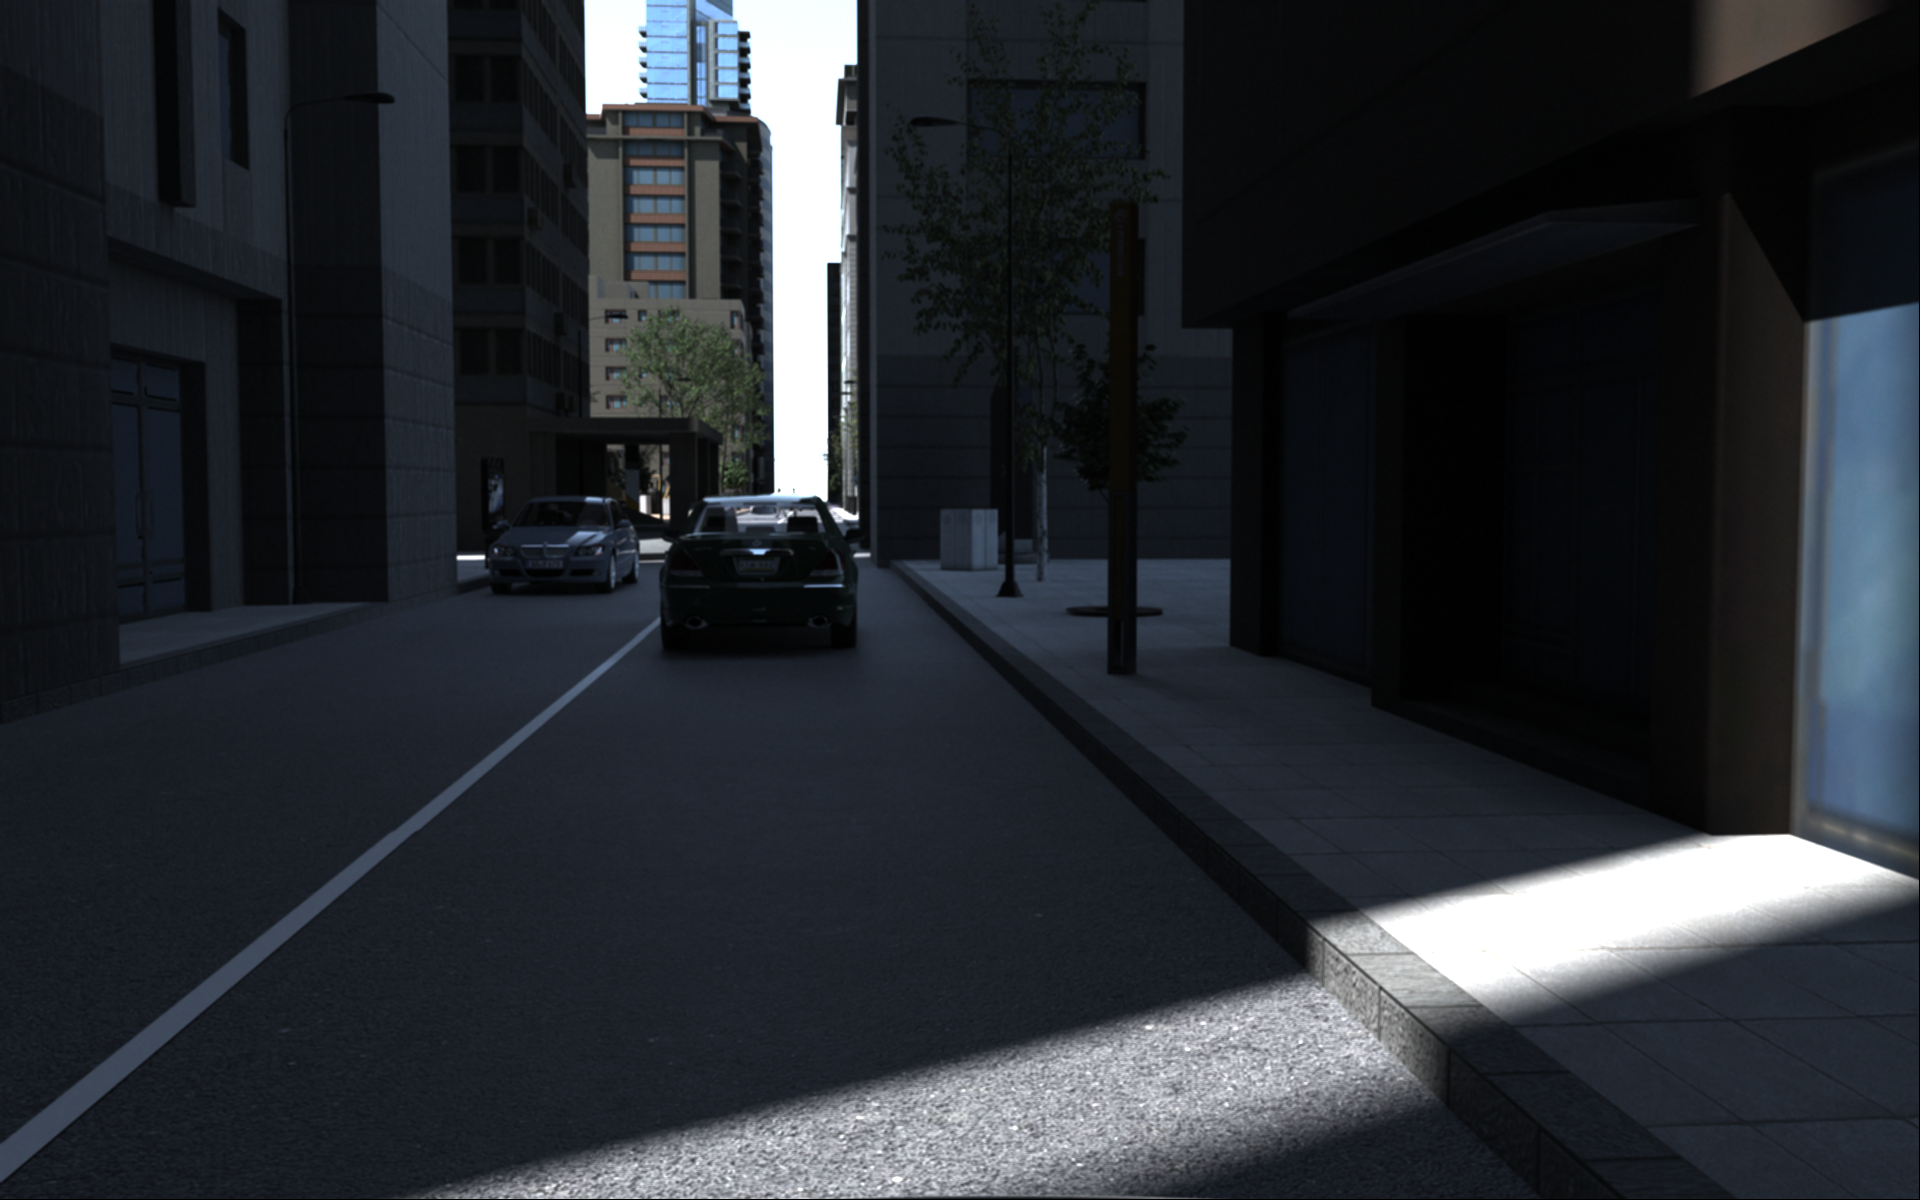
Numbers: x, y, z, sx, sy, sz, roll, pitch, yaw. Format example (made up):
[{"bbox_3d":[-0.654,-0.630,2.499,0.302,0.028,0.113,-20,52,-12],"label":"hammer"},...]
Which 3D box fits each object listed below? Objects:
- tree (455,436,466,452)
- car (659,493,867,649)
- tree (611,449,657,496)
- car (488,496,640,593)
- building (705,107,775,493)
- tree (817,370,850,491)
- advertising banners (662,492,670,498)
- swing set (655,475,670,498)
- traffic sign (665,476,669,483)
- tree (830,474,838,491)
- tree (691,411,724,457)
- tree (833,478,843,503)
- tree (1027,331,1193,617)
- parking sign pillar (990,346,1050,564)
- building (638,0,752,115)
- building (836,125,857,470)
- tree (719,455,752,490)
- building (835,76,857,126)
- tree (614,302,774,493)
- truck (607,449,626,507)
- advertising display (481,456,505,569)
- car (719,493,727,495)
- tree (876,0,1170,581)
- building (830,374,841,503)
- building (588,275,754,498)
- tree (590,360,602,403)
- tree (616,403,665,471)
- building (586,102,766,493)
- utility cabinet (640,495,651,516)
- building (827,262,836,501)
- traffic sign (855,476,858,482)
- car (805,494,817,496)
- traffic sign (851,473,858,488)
[{"bbox_3d":[-8.820,-2.009,27.450,1.663,3.219,1.824,0,3,0],"label":"tree"},{"bbox_3d":[-1.984,-0.349,17.509,2.131,1.459,4.920,0,4,-5],"label":"car"},{"bbox_3d":[-12.256,-4.361,65.907,1.663,3.219,1.824,0,3,0],"label":"tree"},{"bbox_3d":[-5.978,-0.889,26.541,2.014,1.417,4.499,0,4,-3],"label":"car"},{"bbox_3d":[-39.207,-44.135,263.599,21.231,58.520,28.212,0,4,-5],"label":"building"},{"bbox_3d":[-4.848,-8.910,96.047,4.737,8.622,4.395,0,3,0],"label":"tree"},{"bbox_3d":[-23.091,-8.707,138.540,2.074,3.025,0.090,0,4,1],"label":"advertising banners"},{"bbox_3d":[-20.355,-7.832,125.675,2.862,2.851,3.119,-1,4,-16],"label":"swing set"},{"bbox_3d":[-11.601,-4.090,70.507,0.795,2.450,0.064,0,4,-5],"label":"traffic sign"},{"bbox_3d":[-16.872,-15.893,243.556,4.285,4.588,4.351,0,3,0],"label":"tree"},{"bbox_3d":[-22.407,-12.275,151.060,4.737,8.622,4.395,0,3,0],"label":"tree"},{"bbox_3d":[-17.157,-15.518,248.313,1.663,3.219,1.824,0,3,0],"label":"tree"},{"bbox_3d":[1.690,-1.451,18.324,1.663,3.219,1.824,0,3,0],"label":"tree"},{"bbox_3d":[0.952,-2.677,32.241,1.447,3.967,1.447,-1,4,-16],"label":"parking sign pillar"},{"bbox_3d":[-42.730,-59.962,293.054,22.319,86.520,31.000,0,4,-5],"label":"building"},{"bbox_3d":[-6.467,-31.322,195.709,14.154,41.232,14.086,0,4,-5],"label":"building"},{"bbox_3d":[-19.044,-9.851,144.772,4.285,4.588,4.351,0,3,0],"label":"tree"},{"bbox_3d":[-0.949,-38.374,216.646,28.713,52.752,27.495,0,4,-5],"label":"building"},{"bbox_3d":[-15.172,-10.368,95.277,9.928,11.665,9.643,0,3,0],"label":"tree"},{"bbox_3d":[-18.085,-4.760,73.750,9.791,3.379,3.469,0,4,-3],"label":"truck"},{"bbox_3d":[-8.101,-1.520,30.068,0.123,1.923,0.974,0,4,2],"label":"advertising display"},{"bbox_3d":[-9.204,-3.373,64.187,2.155,1.783,4.494,0,4,-7],"label":"car"},{"bbox_3d":[0.972,-4.583,25.297,4.737,8.622,4.395,0,3,0],"label":"tree"},{"bbox_3d":[-5.871,-25.672,264.780,27.650,21.520,28.899,0,4,-5],"label":"building"},{"bbox_3d":[-34.401,-19.706,167.235,27.650,21.520,28.899,0,4,-5],"label":"building"},{"bbox_3d":[-18.810,-7.953,80.396,4.360,8.622,3.978,0,3,0],"label":"tree"},{"bbox_3d":[-24.762,-11.322,135.478,4.360,8.622,3.978,0,3,0],"label":"tree"},{"bbox_3d":[-33.457,-33.132,196.328,22.147,44.769,28.867,0,4,-5],"label":"building"},{"bbox_3d":[-16.738,-4.946,92.036,0.306,1.237,1.020,-2,4,-34],"label":"utility cabinet"},{"bbox_3d":[-16.449,-38.074,306.103,14.154,41.232,14.086,0,4,-5],"label":"building"},{"bbox_3d":[-3.932,-4.128,71.131,0.795,2.450,0.064,0,4,-5],"label":"traffic sign"},{"bbox_3d":[-12.575,-8.111,144.615,2.014,1.417,4.499,0,4,-5],"label":"car"},{"bbox_3d":[-4.604,-4.614,79.088,0.795,2.450,0.064,0,4,-5],"label":"traffic sign"}]
